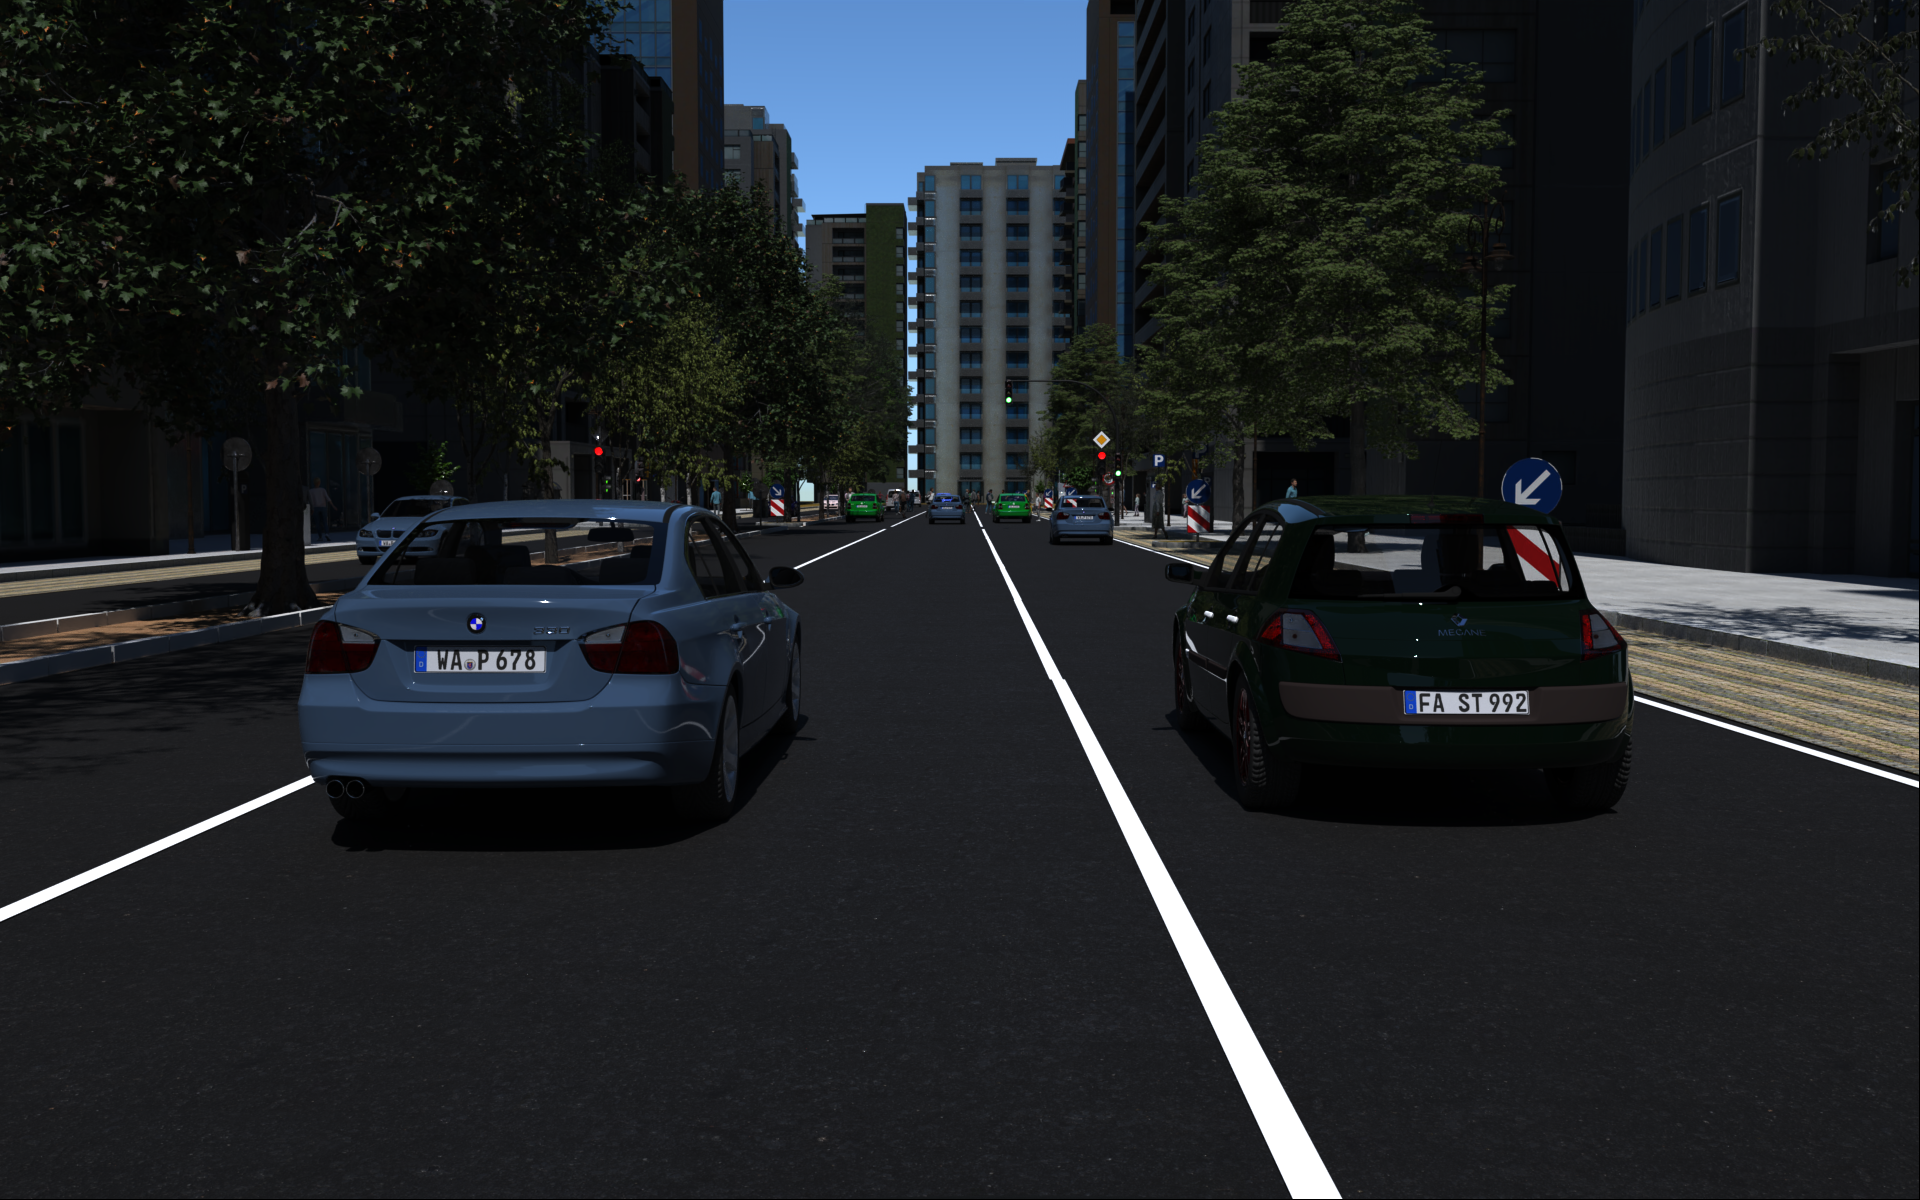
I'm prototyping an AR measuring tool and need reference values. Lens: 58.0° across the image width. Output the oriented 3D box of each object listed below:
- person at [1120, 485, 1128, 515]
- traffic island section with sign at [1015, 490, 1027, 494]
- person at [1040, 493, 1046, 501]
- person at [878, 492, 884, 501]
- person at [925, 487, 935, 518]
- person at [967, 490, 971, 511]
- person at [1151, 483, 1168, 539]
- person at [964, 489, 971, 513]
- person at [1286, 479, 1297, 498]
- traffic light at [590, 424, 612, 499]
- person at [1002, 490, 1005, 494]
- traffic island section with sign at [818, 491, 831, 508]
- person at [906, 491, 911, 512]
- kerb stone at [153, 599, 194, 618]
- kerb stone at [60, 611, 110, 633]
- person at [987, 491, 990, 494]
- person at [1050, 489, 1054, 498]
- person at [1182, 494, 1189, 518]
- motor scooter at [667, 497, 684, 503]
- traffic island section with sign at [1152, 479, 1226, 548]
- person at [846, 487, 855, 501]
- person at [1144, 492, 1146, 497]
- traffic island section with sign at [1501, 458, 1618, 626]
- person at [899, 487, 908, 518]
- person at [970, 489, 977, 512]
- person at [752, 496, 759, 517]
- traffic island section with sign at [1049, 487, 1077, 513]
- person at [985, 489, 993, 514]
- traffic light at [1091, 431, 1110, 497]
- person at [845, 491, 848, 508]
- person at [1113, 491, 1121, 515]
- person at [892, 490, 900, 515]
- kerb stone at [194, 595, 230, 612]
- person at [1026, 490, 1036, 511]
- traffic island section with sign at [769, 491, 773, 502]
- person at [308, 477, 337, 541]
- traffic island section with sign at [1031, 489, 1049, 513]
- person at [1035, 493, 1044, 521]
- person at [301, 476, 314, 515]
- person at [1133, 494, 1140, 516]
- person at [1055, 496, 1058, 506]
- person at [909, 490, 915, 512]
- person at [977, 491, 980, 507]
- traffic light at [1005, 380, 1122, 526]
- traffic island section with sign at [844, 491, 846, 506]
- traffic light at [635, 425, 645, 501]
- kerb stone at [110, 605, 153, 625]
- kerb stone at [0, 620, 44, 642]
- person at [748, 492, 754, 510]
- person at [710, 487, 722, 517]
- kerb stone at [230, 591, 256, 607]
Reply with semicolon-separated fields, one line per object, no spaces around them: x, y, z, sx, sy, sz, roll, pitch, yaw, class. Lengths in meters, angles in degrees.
9.888;-6.049;104.966;0.654;1.822;0.581;0;4;4;person
6.654;-10.413;178.879;1.989;1.847;2.006;0;4;0;traffic island section with sign
10.310;-12.497;211.045;1.217;1.739;0.721;1;4;13;person
-9.300;-11.787;201.931;1.217;1.743;0.721;1;4;8;person
-1.782;-5.806;103.534;0.679;1.850;0.850;-3;5;-41;person
0.774;-8.377;145.717;0.529;1.795;0.600;-2;4;-27;person
6.339;-2.822;54.867;0.478;1.798;0.641;-3;5;-40;person
0.611;-7.385;129.416;0.590;1.801;0.661;1;4;18;person
11.638;-3.358;60.968;0.620;1.820;0.660;2;4;31;person
-14.321;-4.903;69.079;0.839;4.253;0.868;0;4;0;traffic light
3.975;-9.322;160.874;0.705;1.831;1.348;-2;4;-30;person
-13.673;-10.429;179.135;1.989;1.847;2.006;0;4;0;traffic island section with sign
-4.244;-8.131;142.282;0.563;1.720;0.643;0;4;-8;person
-9.287;0.117;20.288;0.120;0.150;1.000;0;4;0;kerb stone
-9.295;0.242;18.243;0.120;0.150;1.000;0;4;0;kerb stone
3.837;-13.206;224.291;0.599;1.838;0.709;-2;4;-25;person
10.959;-12.296;206.718;0.705;1.869;1.348;-1;4;-17;person
12.092;-5.029;92.549;0.425;1.301;0.394;-3;5;-45;person
-13.604;-4.303;83.131;0.815;1.314;1.986;0;3;0;motor scooter
6.202;-2.322;46.586;1.989;1.847;2.006;0;4;0;traffic island section with sign
-5.863;-5.132;92.609;0.606;1.804;0.583;1;4;15;person
10.756;-5.694;99.325;0.466;1.800;0.511;0;4;1;person
6.120;-0.673;19.631;1.989;1.847;2.006;0;4;0;traffic island section with sign
-3.386;-5.796;103.224;0.622;1.834;0.822;1;4;23;person
1.133;-8.077;140.660;0.679;1.850;0.850;3;5;42;person
-12.726;-6.131;108.604;0.748;1.841;0.638;2;4;28;person
6.397;-5.694;101.724;1.989;1.847;2.006;0;4;0;traffic island section with sign
2.110;-6.986;123.076;0.623;1.781;0.721;1;4;20;person
6.267;-5.388;77.011;0.839;4.253;0.868;0;4;0;traffic light
-10.790;-9.555;165.664;0.436;1.711;0.756;-1;4;-13;person
9.360;-5.965;103.774;0.606;1.804;0.583;-3;4;-37;person
-4.312;-6.789;120.172;0.731;1.740;0.598;-1;4;-21;person
-9.287;0.054;21.319;0.120;0.150;1.000;0;4;0;kerb stone
6.135;-8.598;149.301;0.699;1.804;1.509;-2;4;-35;person
-13.840;-7.347;128.756;1.989;1.847;2.006;0;4;0;traffic island section with sign
-17.307;-2.470;47.092;0.731;1.740;0.598;-3;4;-39;person
6.487;-7.410;129.774;1.989;1.847;2.006;0;4;0;traffic island section with sign
4.149;-4.911;91.390;0.503;1.515;0.523;3;4;37;person
-17.375;-2.400;45.559;0.678;1.792;0.850;-2;4;-35;person
10.194;-5.487;100.034;0.394;1.301;0.425;1;4;19;person
6.739;-6.546;119.768;0.590;1.304;0.306;-3;4;-37;person
-3.889;-8.016;139.823;0.793;1.790;0.793;2;4;26;person
2.117;-11.472;196.076;0.705;1.824;1.348;0;4;4;person
4.148;-5.763;68.892;4.771;5.953;1.251;0;4;0;traffic light
-13.586;-12.105;206.549;1.989;1.847;2.006;0;4;0;traffic island section with sign
-12.202;-6.264;77.092;4.771;5.953;1.251;0;4;0;traffic light
-9.297;0.179;19.265;0.120;0.150;1.000;0;4;0;kerb stone
-9.294;0.305;17.209;0.120;0.150;1.000;0;4;0;kerb stone
-17.268;-8.432;143.769;0.638;1.841;0.748;0;4;-2;person
-13.997;-5.561;99.281;0.638;1.841;0.748;0;4;-5;person
-9.276;-0.008;22.345;0.120;0.150;1.000;0;4;0;kerb stone
